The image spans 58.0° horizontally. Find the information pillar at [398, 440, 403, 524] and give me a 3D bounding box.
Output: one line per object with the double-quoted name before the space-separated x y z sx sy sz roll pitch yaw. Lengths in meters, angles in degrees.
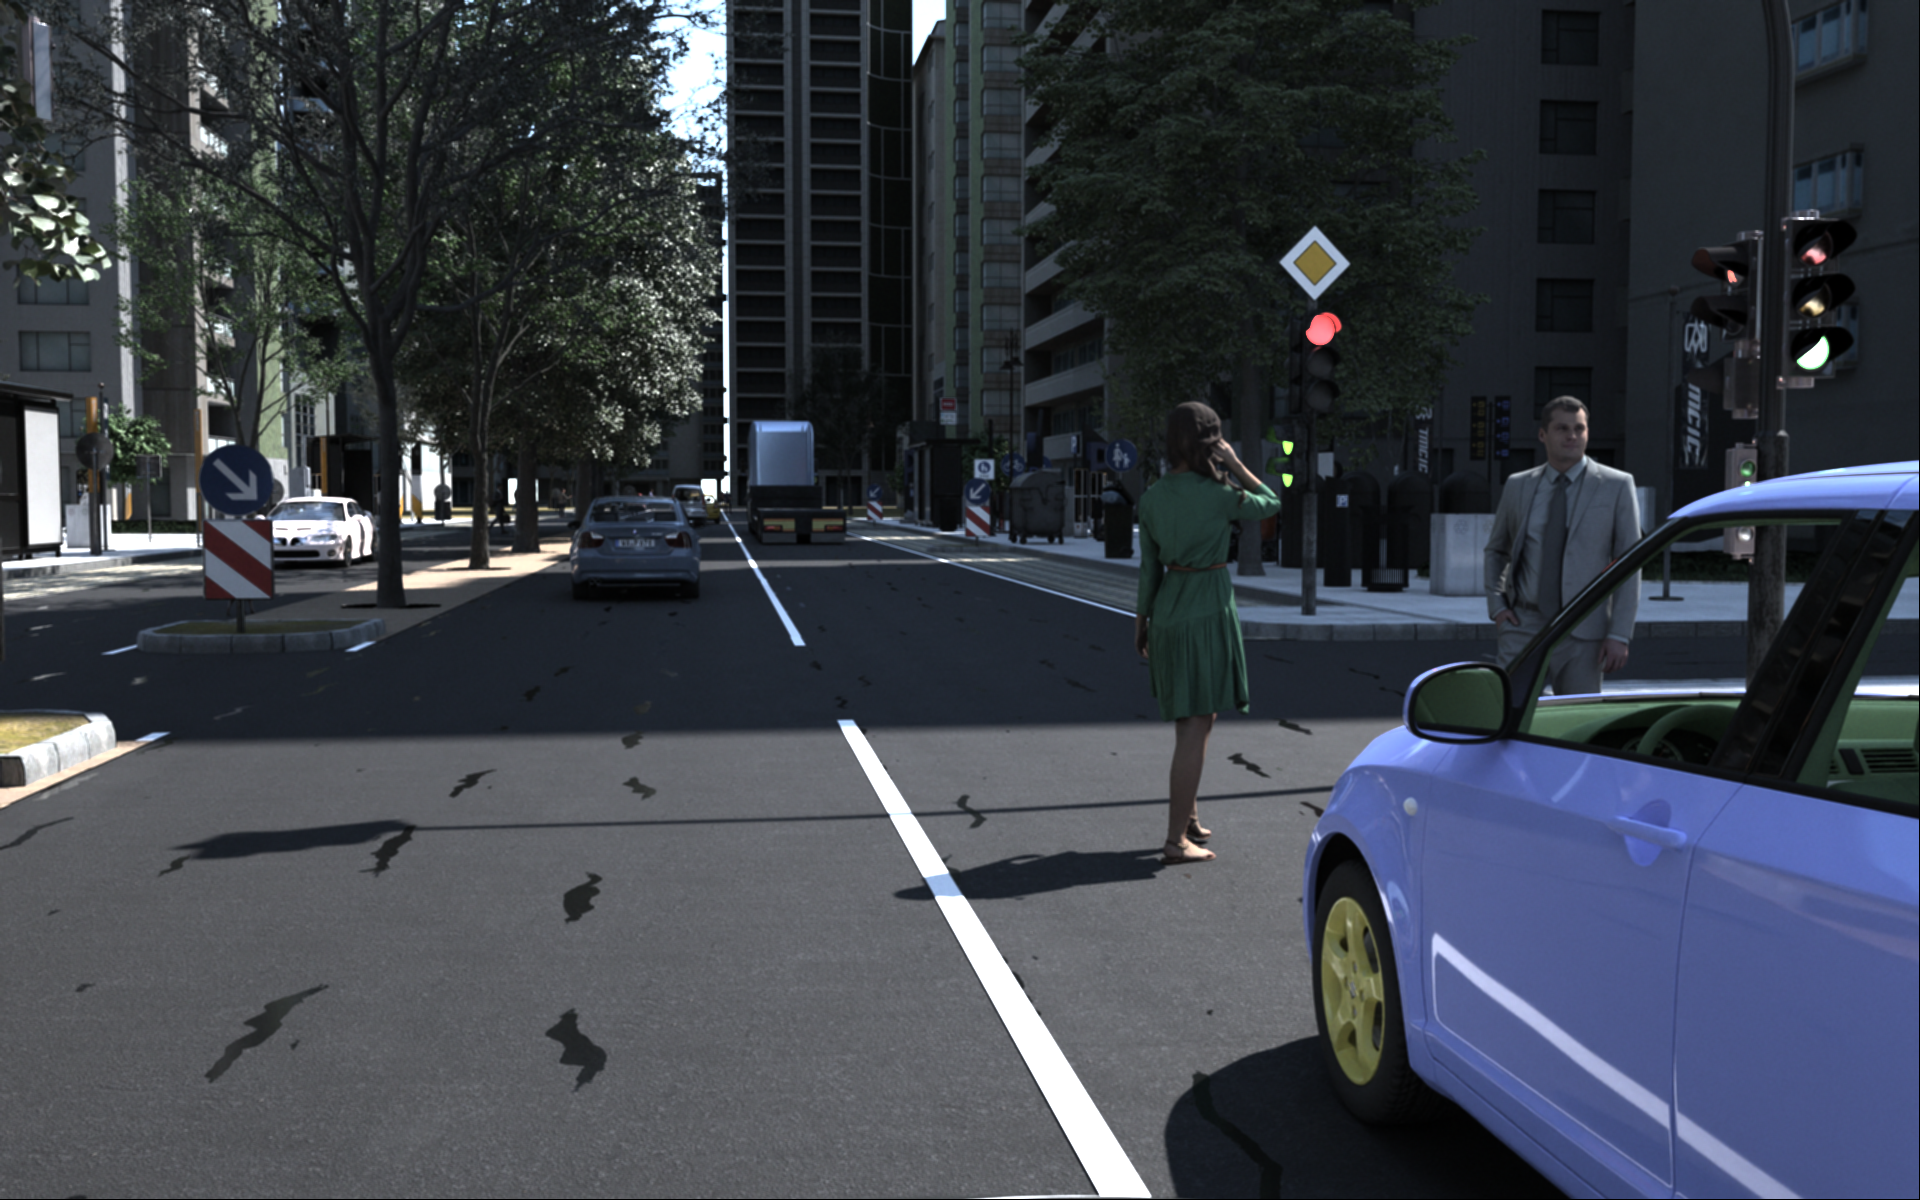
"information pillar" -24.355 -5.135 75.306 0.183 3.616 0.504 0 4 -1

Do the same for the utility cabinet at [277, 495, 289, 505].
"utility cabinet" -30.043 -4.011 76.739 0.306 1.237 1.020 1 4 17

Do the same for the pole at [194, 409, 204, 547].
"pole" -18.305 -2.926 41.676 0.158 3.312 0.155 0 3 0

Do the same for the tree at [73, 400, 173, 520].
"tree" -29.372 -4.710 60.722 4.285 4.588 4.351 0 3 0

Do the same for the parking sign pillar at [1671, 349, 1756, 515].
"parking sign pillar" 12.832 -2.514 29.578 1.447 3.967 1.447 1 4 11

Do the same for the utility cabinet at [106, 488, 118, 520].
"utility cabinet" -31.304 -3.327 63.069 1.173 1.500 0.318 1 4 11

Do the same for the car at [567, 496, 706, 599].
"car" -4.666 -0.796 25.017 2.014 1.417 4.499 -1 4 -10

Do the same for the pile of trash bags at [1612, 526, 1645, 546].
"pile of trash bags" 14.310 -1.680 37.224 3.447 1.369 1.912 1 4 12

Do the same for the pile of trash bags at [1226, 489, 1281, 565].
"pile of trash bags" 5.185 -1.393 32.526 1.912 1.369 3.447 -1 4 -13

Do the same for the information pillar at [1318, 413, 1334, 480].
"information pillar" 7.311 -2.645 34.599 0.183 3.616 0.504 -1 4 -17

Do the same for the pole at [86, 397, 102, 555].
"pole" -18.291 -2.613 36.567 0.158 3.312 0.155 0 3 0

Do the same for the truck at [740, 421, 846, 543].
"truck" -5.749 -4.183 58.154 2.967 4.110 18.799 0 4 -8

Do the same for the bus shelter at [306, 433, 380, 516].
"bus shelter" -24.735 -4.795 69.685 1.731 3.624 6.357 0 4 -8

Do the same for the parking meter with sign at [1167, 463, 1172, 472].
"parking meter with sign" 5.355 -2.851 42.879 0.543 3.016 1.738 0 4 -5

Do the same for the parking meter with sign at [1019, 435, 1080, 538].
"parking meter with sign" 2.611 -3.347 50.988 1.738 3.016 0.543 -1 4 -16

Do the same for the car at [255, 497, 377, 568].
"car" -13.047 -1.388 35.063 2.083 1.381 4.827 -1 4 -9

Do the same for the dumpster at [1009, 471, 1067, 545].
"dumpster" 2.013 -2.378 44.638 1.264 1.857 1.865 0 4 -8

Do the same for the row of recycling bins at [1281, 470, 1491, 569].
"row of recycling bins" 7.355 -1.398 29.965 3.534 1.692 1.069 1 4 8

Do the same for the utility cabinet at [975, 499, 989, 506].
"utility cabinet" 0.987 -3.827 71.258 0.318 1.500 1.173 2 4 25

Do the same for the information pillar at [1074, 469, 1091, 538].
"information pillar" 3.510 -2.802 50.307 0.304 2.012 0.304 3 4 36

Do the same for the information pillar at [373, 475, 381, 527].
"information pillar" -22.367 -3.805 66.706 0.304 2.012 0.304 -3 5 -39

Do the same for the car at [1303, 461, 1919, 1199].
"car" 1.840 0.406 2.959 1.945 1.707 3.694 0 4 -7

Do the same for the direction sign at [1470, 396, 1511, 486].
"direction sign" 12.257 -2.942 40.096 0.876 3.537 0.379 1 4 16

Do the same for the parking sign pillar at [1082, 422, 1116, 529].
"parking sign pillar" 5.203 -4.674 64.887 1.447 3.967 1.447 -2 4 -33

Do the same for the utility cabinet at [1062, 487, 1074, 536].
"utility cabinet" 2.981 -2.683 52.547 0.318 1.500 1.173 -3 4 -38

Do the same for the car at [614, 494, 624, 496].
"car" -25.591 -7.427 131.221 2.009 1.686 4.222 -1 4 -9

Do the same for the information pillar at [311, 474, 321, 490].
"information pillar" -23.669 -3.631 63.853 0.304 2.012 0.304 2 4 33

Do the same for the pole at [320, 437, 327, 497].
"pole" -22.845 -4.182 62.220 0.158 3.312 0.155 0 3 0

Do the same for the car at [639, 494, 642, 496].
"car" -29.360 -8.997 156.138 2.155 1.783 4.494 0 4 -7

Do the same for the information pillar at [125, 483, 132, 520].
"information pillar" -30.262 -4.374 62.865 0.504 3.616 0.183 3 4 39

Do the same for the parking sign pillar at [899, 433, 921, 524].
"parking sign pillar" -1.924 -5.315 75.380 1.447 3.967 1.447 -2 4 -33

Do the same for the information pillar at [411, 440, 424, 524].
"information pillar" -23.528 -5.118 75.035 0.504 3.616 0.183 1 4 18

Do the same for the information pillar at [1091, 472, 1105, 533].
"information pillar" 4.536 -3.250 57.635 0.304 2.012 0.304 3 5 43

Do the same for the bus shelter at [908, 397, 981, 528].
"bus shelter" -0.842 -5.613 69.408 2.179 5.291 8.768 0 4 -8

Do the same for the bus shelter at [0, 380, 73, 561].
"bus shelter" -18.401 -3.238 30.579 2.179 5.291 8.768 0 4 -8

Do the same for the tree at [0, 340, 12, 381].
"tree" -35.505 -6.793 61.435 4.360 8.622 3.978 0 3 0

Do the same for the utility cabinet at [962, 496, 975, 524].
"utility cabinet" 0.489 -3.846 74.051 0.306 1.237 1.020 3 5 44

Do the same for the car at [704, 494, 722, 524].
"car" -12.644 -4.561 84.792 2.015 1.641 3.980 -1 4 -9

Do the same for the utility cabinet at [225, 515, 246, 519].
"utility cabinet" -26.404 -3.191 63.330 1.020 1.237 0.306 1 4 21

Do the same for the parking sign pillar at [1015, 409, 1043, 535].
"parking sign pillar" 2.363 -4.025 54.281 1.447 3.967 1.447 0 4 6

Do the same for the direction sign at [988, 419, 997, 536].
"direction sign" 0.931 -3.712 52.682 0.379 3.537 0.876 0 4 8

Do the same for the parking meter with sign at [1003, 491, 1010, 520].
"parking meter with sign" 2.223 -5.395 84.469 1.738 3.016 0.543 0 4 0

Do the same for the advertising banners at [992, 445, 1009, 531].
"advertising banners" 1.427 -3.955 60.858 0.090 3.025 2.074 1 4 19
